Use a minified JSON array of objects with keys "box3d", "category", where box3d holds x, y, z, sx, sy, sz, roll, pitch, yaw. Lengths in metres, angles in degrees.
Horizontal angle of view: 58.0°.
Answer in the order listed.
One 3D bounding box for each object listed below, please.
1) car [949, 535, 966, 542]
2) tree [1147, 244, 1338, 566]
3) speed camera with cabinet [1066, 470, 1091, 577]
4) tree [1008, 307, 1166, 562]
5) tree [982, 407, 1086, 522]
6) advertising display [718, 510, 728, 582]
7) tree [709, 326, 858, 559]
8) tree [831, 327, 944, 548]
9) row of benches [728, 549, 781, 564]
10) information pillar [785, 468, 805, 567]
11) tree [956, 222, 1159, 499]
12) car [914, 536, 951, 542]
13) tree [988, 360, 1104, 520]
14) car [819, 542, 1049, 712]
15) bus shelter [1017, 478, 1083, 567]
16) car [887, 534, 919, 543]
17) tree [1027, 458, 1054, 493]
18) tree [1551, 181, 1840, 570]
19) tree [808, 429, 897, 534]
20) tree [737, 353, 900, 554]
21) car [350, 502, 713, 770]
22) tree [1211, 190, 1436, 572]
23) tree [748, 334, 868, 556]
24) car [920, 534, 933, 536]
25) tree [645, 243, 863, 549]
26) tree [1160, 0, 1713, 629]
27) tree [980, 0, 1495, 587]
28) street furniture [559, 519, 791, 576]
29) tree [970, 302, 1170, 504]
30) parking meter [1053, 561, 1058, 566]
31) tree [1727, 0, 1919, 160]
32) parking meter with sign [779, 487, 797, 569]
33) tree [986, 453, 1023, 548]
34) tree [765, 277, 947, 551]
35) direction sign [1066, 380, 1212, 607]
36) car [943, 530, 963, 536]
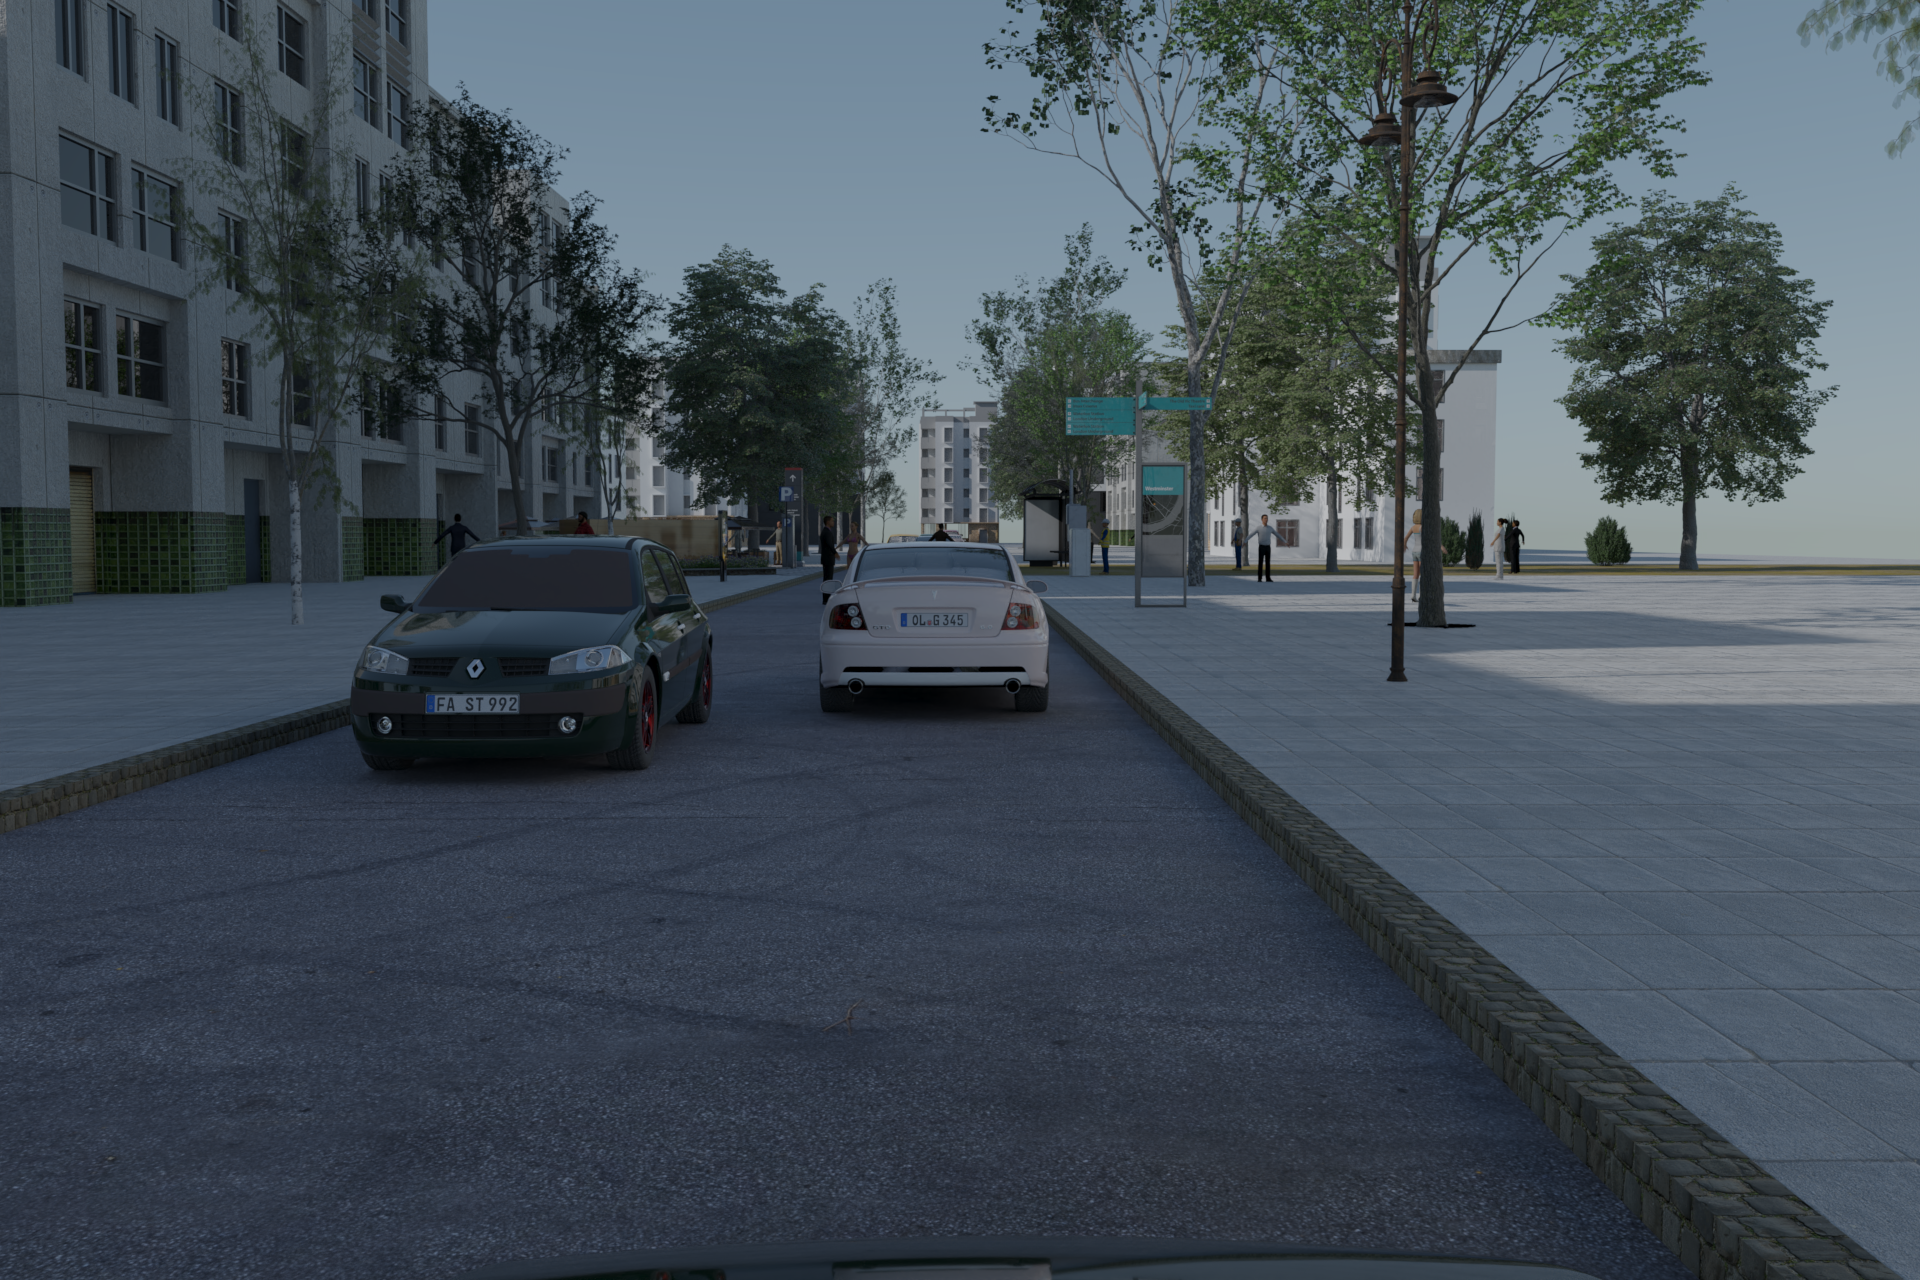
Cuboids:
[{"box3d":[-0.574,-7.443,134.062,2.083,1.381,4.827,0,4,-1],"category":"car"},{"box3d":[10.897,-9.204,68.618,7.486,12.596,7.792,0,3,0],"category":"tree"},{"box3d":[3.608,-3.564,52.601,0.660,3.252,2.038,0,4,0],"category":"speed camera with cabinet"},{"box3d":[5.787,-9.355,78.715,9.928,11.665,9.643,0,3,0],"category":"tree"},{"box3d":[6.411,-14.428,142.560,9.857,13.997,8.962,0,3,0],"category":"tree"},{"box3d":[-6.391,-2.540,46.743,0.123,1.923,0.974,0,4,1],"category":"advertising display"},{"box3d":[-8.997,-9.909,87.769,9.928,11.665,9.643,0,3,0],"category":"tree"},{"box3d":[-8.166,-18.472,157.908,12.611,20.169,13.585,0,3,0],"category":"tree"},{"box3d":[-8.595,-3.539,73.320,4.104,0.672,1.422,1,4,11],"category":"row of benches"},{"box3d":[-6.502,-4.805,67.943,0.750,3.857,0.750,0,4,1],"category":"information pillar"},{"box3d":[6.095,-15.393,107.562,12.611,20.169,13.585,0,3,0],"category":"tree"},{"box3d":[-0.978,-3.111,63.228,2.083,1.381,4.827,0,4,-1],"category":"car"},{"box3d":[6.272,-13.303,124.160,9.857,13.997,8.962,0,3,0],"category":"tree"},{"box3d":[-0.229,-0.182,15.330,2.083,1.381,4.827,0,4,-1],"category":"car"},{"box3d":[3.357,-4.389,65.688,2.014,3.302,5.546,0,4,-2],"category":"bus shelter"},{"box3d":[-2.242,-3.656,70.006,2.015,1.641,3.980,0,4,0],"category":"car"},{"box3d":[6.155,-11.222,133.846,4.360,8.622,3.978,0,3,0],"category":"tree"},{"box3d":[26.236,-9.515,62.223,9.857,13.997,8.962,0,3,0],"category":"tree"},{"box3d":[-8.782,-12.717,142.342,8.767,10.594,7.601,2,4,28],"category":"tree"},{"box3d":[-9.040,-12.336,112.062,12.009,13.543,11.850,0,3,0],"category":"tree"},{"box3d":[-2.748,-0.120,11.751,2.009,1.686,4.222,0,4,0],"category":"car"},{"box3d":[12.135,-8.561,58.096,7.486,12.596,7.792,0,3,0],"category":"tree"},{"box3d":[-9.275,-11.063,99.001,7.486,12.596,7.792,0,3,0],"category":"tree"},{"box3d":[-2.136,-6.594,119.613,2.131,1.459,4.920,0,4,0],"category":"car"},{"box3d":[-9.087,-10.348,75.852,9.857,13.997,8.962,0,3,0],"category":"tree"},{"box3d":[6.403,-5.991,23.712,9.928,11.665,9.643,0,3,0],"category":"tree"},{"box3d":[6.016,-11.289,40.463,12.611,20.169,13.585,0,3,0],"category":"tree"},{"box3d":[-9.177,-2.925,54.675,11.010,1.723,9.812,-3,5,-41],"category":"street furniture"},{"box3d":[6.065,-11.066,91.300,12.009,13.543,11.850,0,3,0],"category":"tree"},{"box3d":[3.807,-3.957,70.402,0.399,1.863,0.255,0,4,-2],"category":"parking meter"},{"box3d":[6.344,-3.655,10.128,4.360,8.622,3.978,0,3,0],"category":"tree"},{"box3d":[-6.370,-4.170,64.441,0.543,3.016,1.738,0,3,0],"category":"parking meter with sign"},{"box3d":[5.892,-13.989,154.473,9.928,11.665,9.643,0,3,0],"category":"tree"},{"box3d":[-7.638,-16.599,127.278,12.611,20.169,13.585,0,3,0],"category":"tree"},{"box3d":[3.106,-2.500,29.644,2.525,3.948,1.411,0,4,0],"category":"direction sign"},{"box3d":[-0.878,-8.979,155.482,2.281,1.827,5.304,0,4,-1],"category":"car"}]
